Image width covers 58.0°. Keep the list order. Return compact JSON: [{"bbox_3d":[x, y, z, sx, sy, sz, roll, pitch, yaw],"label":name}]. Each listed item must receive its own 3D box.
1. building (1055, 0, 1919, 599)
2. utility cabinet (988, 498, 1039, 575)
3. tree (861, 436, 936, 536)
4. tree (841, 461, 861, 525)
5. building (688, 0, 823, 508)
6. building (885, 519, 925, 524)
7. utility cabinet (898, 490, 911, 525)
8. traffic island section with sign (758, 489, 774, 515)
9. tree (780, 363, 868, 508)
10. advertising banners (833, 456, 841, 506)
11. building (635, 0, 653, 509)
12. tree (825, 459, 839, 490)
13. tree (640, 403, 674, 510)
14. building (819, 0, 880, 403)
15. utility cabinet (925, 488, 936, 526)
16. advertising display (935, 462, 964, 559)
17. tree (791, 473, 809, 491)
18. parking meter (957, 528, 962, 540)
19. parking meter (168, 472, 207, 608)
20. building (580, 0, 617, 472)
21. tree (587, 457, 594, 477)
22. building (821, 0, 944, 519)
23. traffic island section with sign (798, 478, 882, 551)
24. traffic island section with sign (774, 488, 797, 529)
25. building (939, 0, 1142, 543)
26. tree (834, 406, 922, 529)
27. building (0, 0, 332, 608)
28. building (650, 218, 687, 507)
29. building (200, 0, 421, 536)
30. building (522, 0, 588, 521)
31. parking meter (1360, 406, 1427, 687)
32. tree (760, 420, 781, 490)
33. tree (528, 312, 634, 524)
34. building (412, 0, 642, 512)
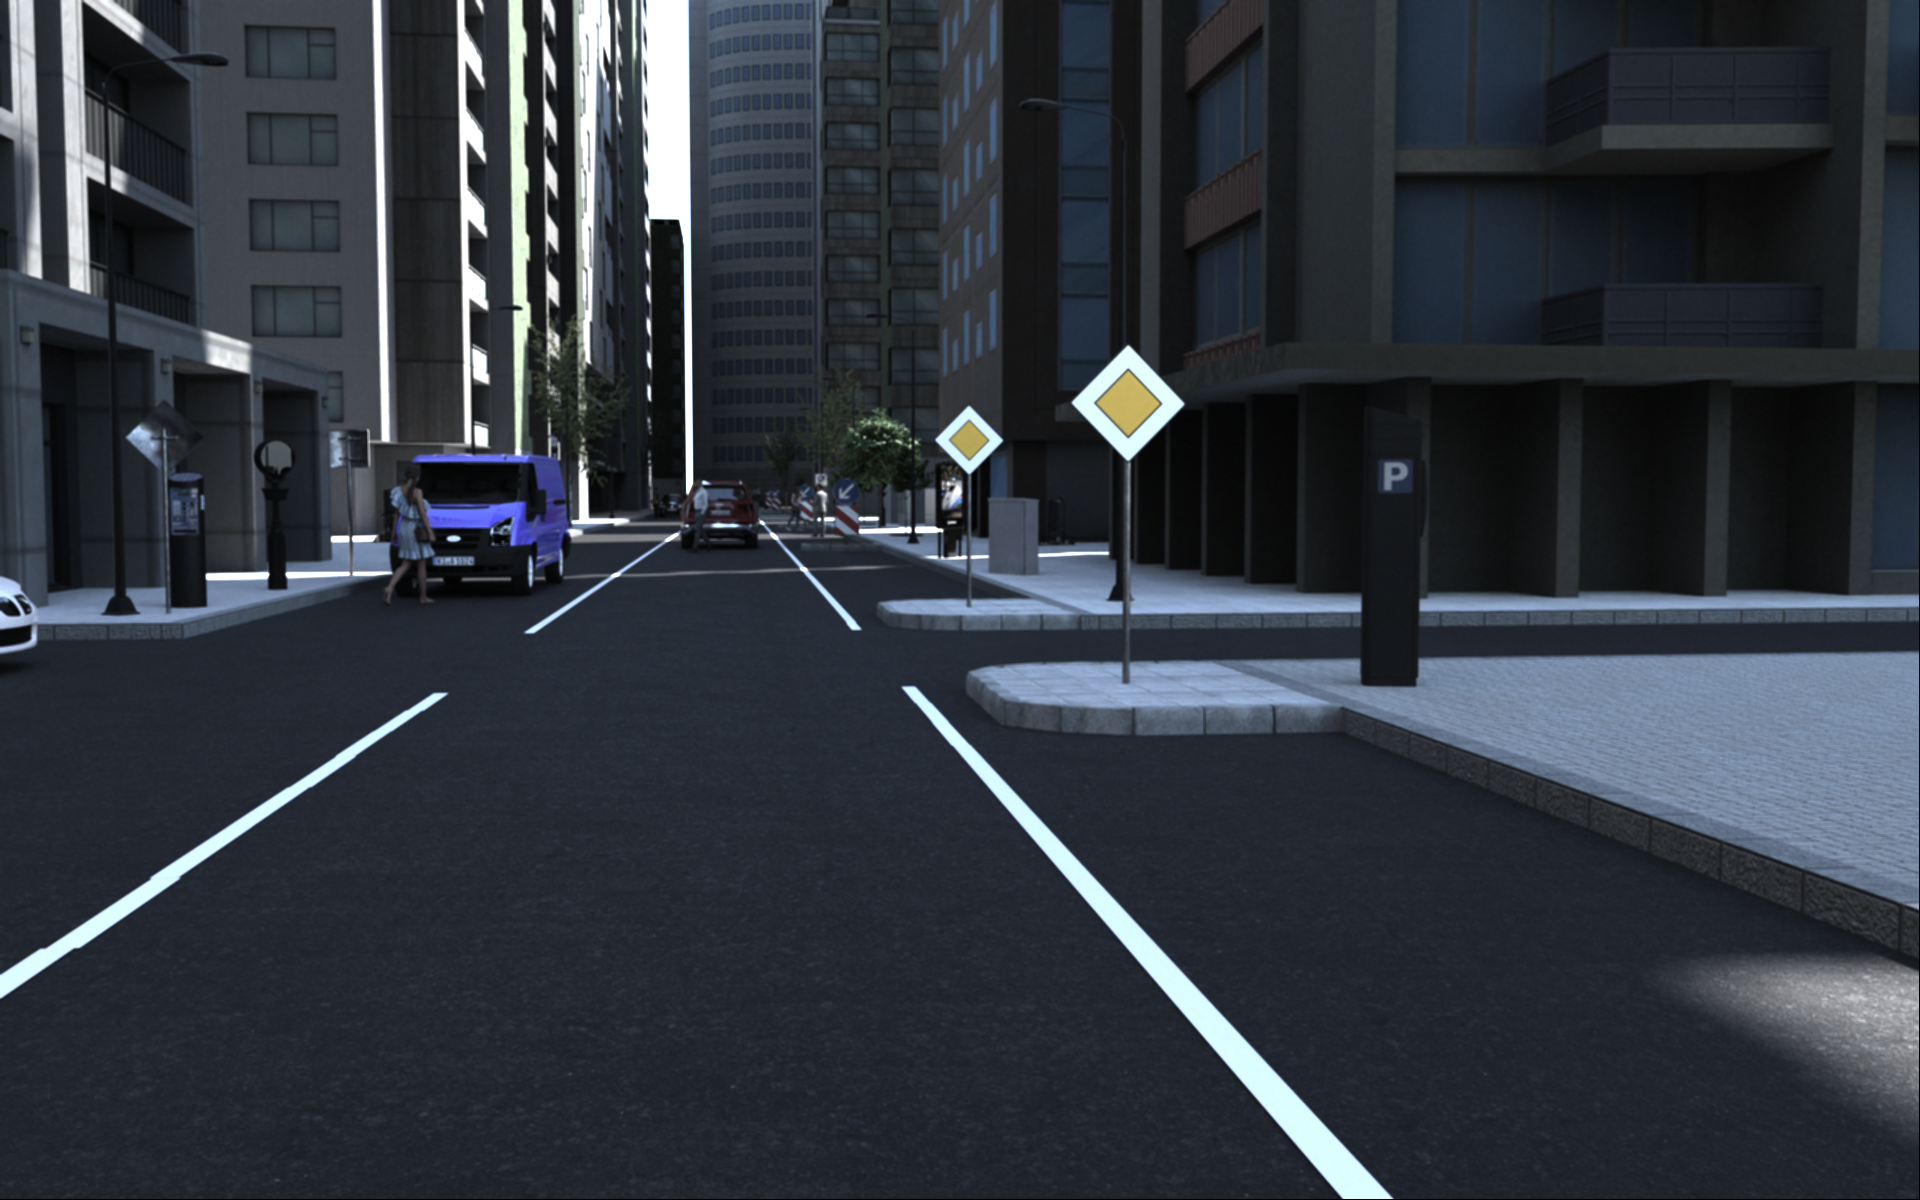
[{"bbox_3d":[16.641,-23.014,30.906,28.867,44.769,22.147,0,4,-7],"label":"building"},{"bbox_3d":[0.859,-1.015,27.759,0.306,1.237,1.020,-2,4,-33],"label":"utility cabinet"},{"bbox_3d":[-1.741,-3.572,53.005,1.663,3.219,1.824,0,3,0],"label":"tree"},{"bbox_3d":[-4.038,-4.755,72.348,1.663,3.219,1.824,0,3,0],"label":"tree"},{"bbox_3d":[-15.157,-39.554,188.712,28.212,58.520,21.231,0,4,-7],"label":"building"},{"bbox_3d":[3.125,-18.916,80.977,14.160,30.474,14.107,0,4,-7],"label":"building"},{"bbox_3d":[-2.269,-3.774,70.388,0.318,1.500,1.173,-1,4,-15],"label":"utility cabinet"},{"bbox_3d":[-12.985,-6.887,121.222,1.989,1.847,2.006,0,4,-7],"label":"traffic island section with sign"},{"bbox_3d":[-7.078,-8.943,96.576,4.737,8.622,4.395,0,3,0],"label":"tree"},{"bbox_3d":[-5.420,-4.931,76.812,0.090,3.025,2.074,0,4,4],"label":"advertising banners"},{"bbox_3d":[-41.981,-37.412,153.687,28.212,58.520,21.231,0,4,-7],"label":"building"},{"bbox_3d":[-5.156,-5.246,80.367,1.663,3.219,1.824,0,3,0],"label":"tree"},{"bbox_3d":[-25.043,-11.520,138.706,4.360,8.622,3.978,0,3,0],"label":"tree"},{"bbox_3d":[3.635,-32.985,128.541,28.713,52.752,27.495,0,4,-7],"label":"building"},{"bbox_3d":[-0.807,-3.671,68.694,1.173,1.500,0.318,0,4,-1],"label":"utility cabinet"},{"bbox_3d":[-0.202,-1.810,34.815,0.123,1.923,0.974,2,4,29],"label":"advertising display"},{"bbox_3d":[-14.561,-9.929,156.933,1.663,3.219,1.824,0,3,0],"label":"tree"},{"bbox_3d":[-0.124,-2.448,48.431,0.372,1.533,0.369,0,3,0],"label":"parking meter"},{"bbox_3d":[-8.763,-0.687,19.644,0.372,1.533,0.369,0,3,0],"label":"parking meter"},{"bbox_3d":[-35.450,-31.509,104.410,28.713,52.752,27.495,0,4,-7],"label":"building"},{"bbox_3d":[-21.013,-6.573,91.186,4.285,4.588,4.351,0,3,0],"label":"tree"},{"bbox_3d":[-1.631,-20.544,107.602,14.160,30.474,14.107,0,4,-7],"label":"building"},{"bbox_3d":[-3.058,-2.182,44.309,1.989,1.847,2.006,0,4,-7],"label":"traffic island section with sign"},{"bbox_3d":[-6.496,-3.818,71.045,1.989,1.847,2.006,0,4,-7],"label":"traffic island section with sign"},{"bbox_3d":[7.036,-24.568,51.793,14.600,45.320,14.200,0,4,-7],"label":"building"},{"bbox_3d":[-3.061,-4.923,64.213,4.285,4.588,4.351,0,3,0],"label":"tree"},{"bbox_3d":[-21.763,-35.933,25.751,20.563,71.187,20.611,0,4,-7],"label":"building"},{"bbox_3d":[-36.043,-25.133,182.623,14.107,30.474,14.160,0,4,-7],"label":"building"},{"bbox_3d":[-22.353,-22.848,57.159,14.154,41.232,14.086,0,4,-7],"label":"building"},{"bbox_3d":[-24.974,-18.819,79.388,14.160,30.474,14.107,0,4,-7],"label":"building"},{"bbox_3d":[2.907,-0.361,11.606,0.399,1.863,0.255,0,4,7],"label":"parking meter"},{"bbox_3d":[-16.641,-13.030,163.395,4.737,8.622,4.395,0,3,0],"label":"tree"},{"bbox_3d":[-15.711,-7.333,70.259,4.737,8.622,4.395,0,3,0],"label":"tree"},{"bbox_3d":[-31.030,-27.106,126.772,14.154,41.232,14.086,0,4,-7],"label":"building"}]
